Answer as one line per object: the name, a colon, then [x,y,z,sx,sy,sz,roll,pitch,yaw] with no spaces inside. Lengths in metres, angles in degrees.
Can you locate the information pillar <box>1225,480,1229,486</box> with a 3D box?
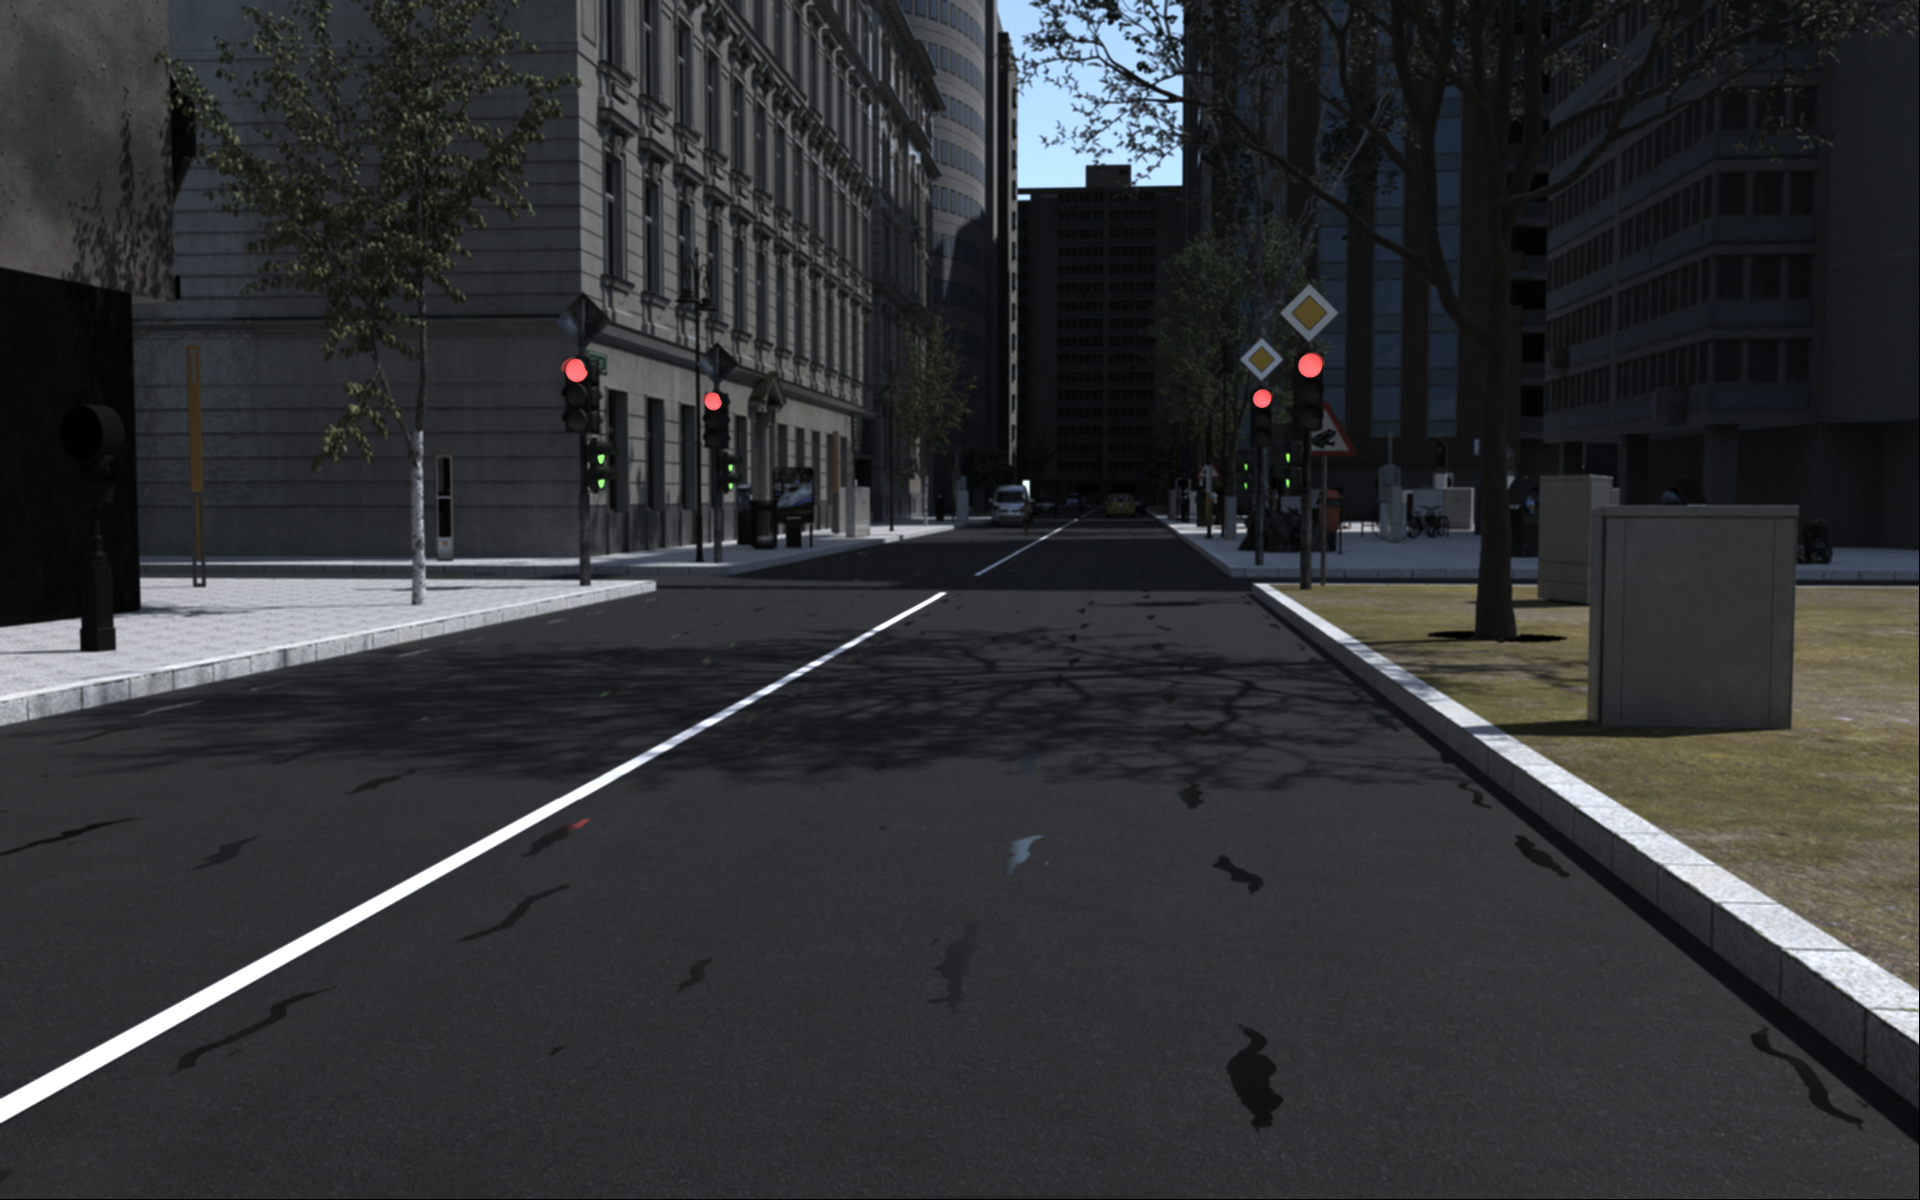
information pillar: [13.908,-5.246,90.271,0.304,2.012,0.304,2,4,33]

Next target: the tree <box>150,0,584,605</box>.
tree: [-6.524,-4.251,19.866,4.737,8.622,4.395,0,3,0]

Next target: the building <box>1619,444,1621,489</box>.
building: [61.659,-44.422,164.556,20.611,71.187,20.563,0,4,5]

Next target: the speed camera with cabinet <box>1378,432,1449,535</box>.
speed camera with cabinet: [14.328,-3.704,54.896,2.038,3.252,0.660,1,4,16]

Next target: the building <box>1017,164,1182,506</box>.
building: [17.591,-31.508,207.037,23.993,40.220,32.217,0,4,5]

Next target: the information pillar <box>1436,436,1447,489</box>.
information pillar: [19.425,-4.805,69.922,0.183,3.616,0.504,-3,4,-37]

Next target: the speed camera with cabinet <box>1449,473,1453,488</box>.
speed camera with cabinet: [19.050,-4.671,70.714,2.038,3.252,0.660,0,4,-2]

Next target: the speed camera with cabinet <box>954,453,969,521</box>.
speed camera with cabinet: [0.069,-5.390,82.466,0.660,3.252,2.038,0,4,-4]

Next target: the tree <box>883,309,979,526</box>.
tree: [-1.347,-7.296,69.652,4.737,8.622,4.395,0,3,0]

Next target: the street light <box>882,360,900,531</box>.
street light: [-2.371,-5.330,59.928,0.468,5.910,1.993,0,4,5]

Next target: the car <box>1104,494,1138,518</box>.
car: [9.592,-5.695,103.340,2.015,1.641,3.980,0,4,6]

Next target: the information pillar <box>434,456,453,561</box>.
information pillar: [-9.905,-1.757,33.226,0.304,2.012,0.304,-1,4,-22]

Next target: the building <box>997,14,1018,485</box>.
building: [-5.468,-33.459,170.751,21.600,48.544,21.300,0,4,5]

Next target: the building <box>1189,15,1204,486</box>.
building: [29.856,-31.435,133.563,23.786,49.044,30.456,0,4,5]

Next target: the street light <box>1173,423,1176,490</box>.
street light: [12.985,-8.091,105.077,0.468,5.910,1.993,0,4,5]

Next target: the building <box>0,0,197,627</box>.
building: [-17.796,-8.969,14.097,16.811,18.784,16.820,0,4,5]

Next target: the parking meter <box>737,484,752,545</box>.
parking meter: [-5.461,-2.169,43.880,0.372,1.533,0.369,0,3,0]

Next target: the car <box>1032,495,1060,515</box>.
car: [5.919,-6.518,119.145,1.945,1.354,3.894,0,4,5]

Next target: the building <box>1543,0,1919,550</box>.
building: [30.165,-21.668,46.146,23.993,40.220,32.217,0,4,5]

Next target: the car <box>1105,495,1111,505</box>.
car: [12.882,-7.976,142.416,2.014,1.417,4.499,0,4,7]

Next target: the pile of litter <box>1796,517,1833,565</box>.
pile of litter: [15.601,-1.112,32.145,1.719,0.858,1.176,-3,5,-43]

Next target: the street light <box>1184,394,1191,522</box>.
street light: [10.291,-6.438,78.043,0.468,5.910,1.993,0,4,5]

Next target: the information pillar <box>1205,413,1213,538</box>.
information pillar: [7.207,-3.595,50.137,0.183,3.616,0.504,1,4,18]

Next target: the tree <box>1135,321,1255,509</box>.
tree: [10.533,-7.555,73.884,4.737,8.622,4.395,0,3,0]

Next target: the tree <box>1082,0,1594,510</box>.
tree: [8.419,-11.291,40.491,12.611,20.169,13.585,0,3,0]

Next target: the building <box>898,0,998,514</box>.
building: [-8.859,-35.424,121.173,21.231,58.520,28.212,0,4,5]

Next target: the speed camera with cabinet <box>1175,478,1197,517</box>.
speed camera with cabinet: [13.252,-6.393,98.857,0.660,3.252,2.038,-3,5,-42]

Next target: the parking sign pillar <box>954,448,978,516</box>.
parking sign pillar: [0.346,-6.821,99.989,1.447,3.967,1.447,1,4,19]

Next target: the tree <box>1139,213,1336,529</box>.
tree: [10.200,-8.464,64.134,9.928,11.665,9.643,0,3,0]

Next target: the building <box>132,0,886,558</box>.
building: [-13.407,-17.104,56.058,17.030,29.872,44.131,0,4,5]

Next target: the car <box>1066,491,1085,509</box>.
car: [11.363,-9.817,170.099,1.945,1.707,3.694,0,4,7]

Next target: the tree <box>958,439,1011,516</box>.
tree: [1.414,-7.357,104.002,4.285,4.588,4.351,0,3,0]

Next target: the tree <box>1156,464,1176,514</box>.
tree: [13.337,-7.024,109.444,1.663,3.219,1.824,0,3,0]

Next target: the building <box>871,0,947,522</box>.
building: [-8.674,-18.483,89.582,14.401,28.519,23.554,0,4,5]

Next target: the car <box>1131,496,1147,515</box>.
car: [11.711,-6.407,117.341,1.945,1.354,3.894,0,4,4]

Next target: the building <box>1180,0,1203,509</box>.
building: [31.417,-37.953,162.536,21.231,58.520,28.212,0,4,5]

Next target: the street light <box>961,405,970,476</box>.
street light: [0.223,-6.998,87.208,0.468,5.910,1.993,0,4,5]

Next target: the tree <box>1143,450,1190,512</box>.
tree: [14.973,-8.694,125.867,4.285,4.588,4.351,0,3,0]

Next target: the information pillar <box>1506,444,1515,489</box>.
information pillar: [25.185,-5.389,79.469,0.504,3.616,0.183,-1,4,-15]

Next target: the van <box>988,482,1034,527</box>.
van: [2.290,-4.289,77.137,2.013,2.044,4.112,0,4,4]

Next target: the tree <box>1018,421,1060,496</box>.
tree: [8.043,-13.727,174.804,4.360,8.622,3.978,0,3,0]

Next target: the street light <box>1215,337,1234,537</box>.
street light: [7.789,-4.787,51.057,0.468,5.910,1.993,0,4,5]

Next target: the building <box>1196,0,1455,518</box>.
building: [22.871,-28.241,111.855,14.600,45.320,14.200,0,4,5]

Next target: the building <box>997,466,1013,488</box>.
building: [-6.021,-43.244,145.289,20.563,71.187,20.611,0,4,5]

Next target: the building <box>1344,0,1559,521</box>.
building: [23.033,-26.786,88.060,14.600,45.320,14.200,0,4,5]

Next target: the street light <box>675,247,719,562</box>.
street light: [-4.926,-3.657,32.584,0.468,5.910,1.993,0,4,5]

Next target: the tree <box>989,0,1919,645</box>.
tree: [4.586,-6.395,14.929,12.009,13.543,11.850,0,3,0]

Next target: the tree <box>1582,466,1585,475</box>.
tree: [36.241,-6.602,102.549,1.663,3.219,1.824,0,3,0]
